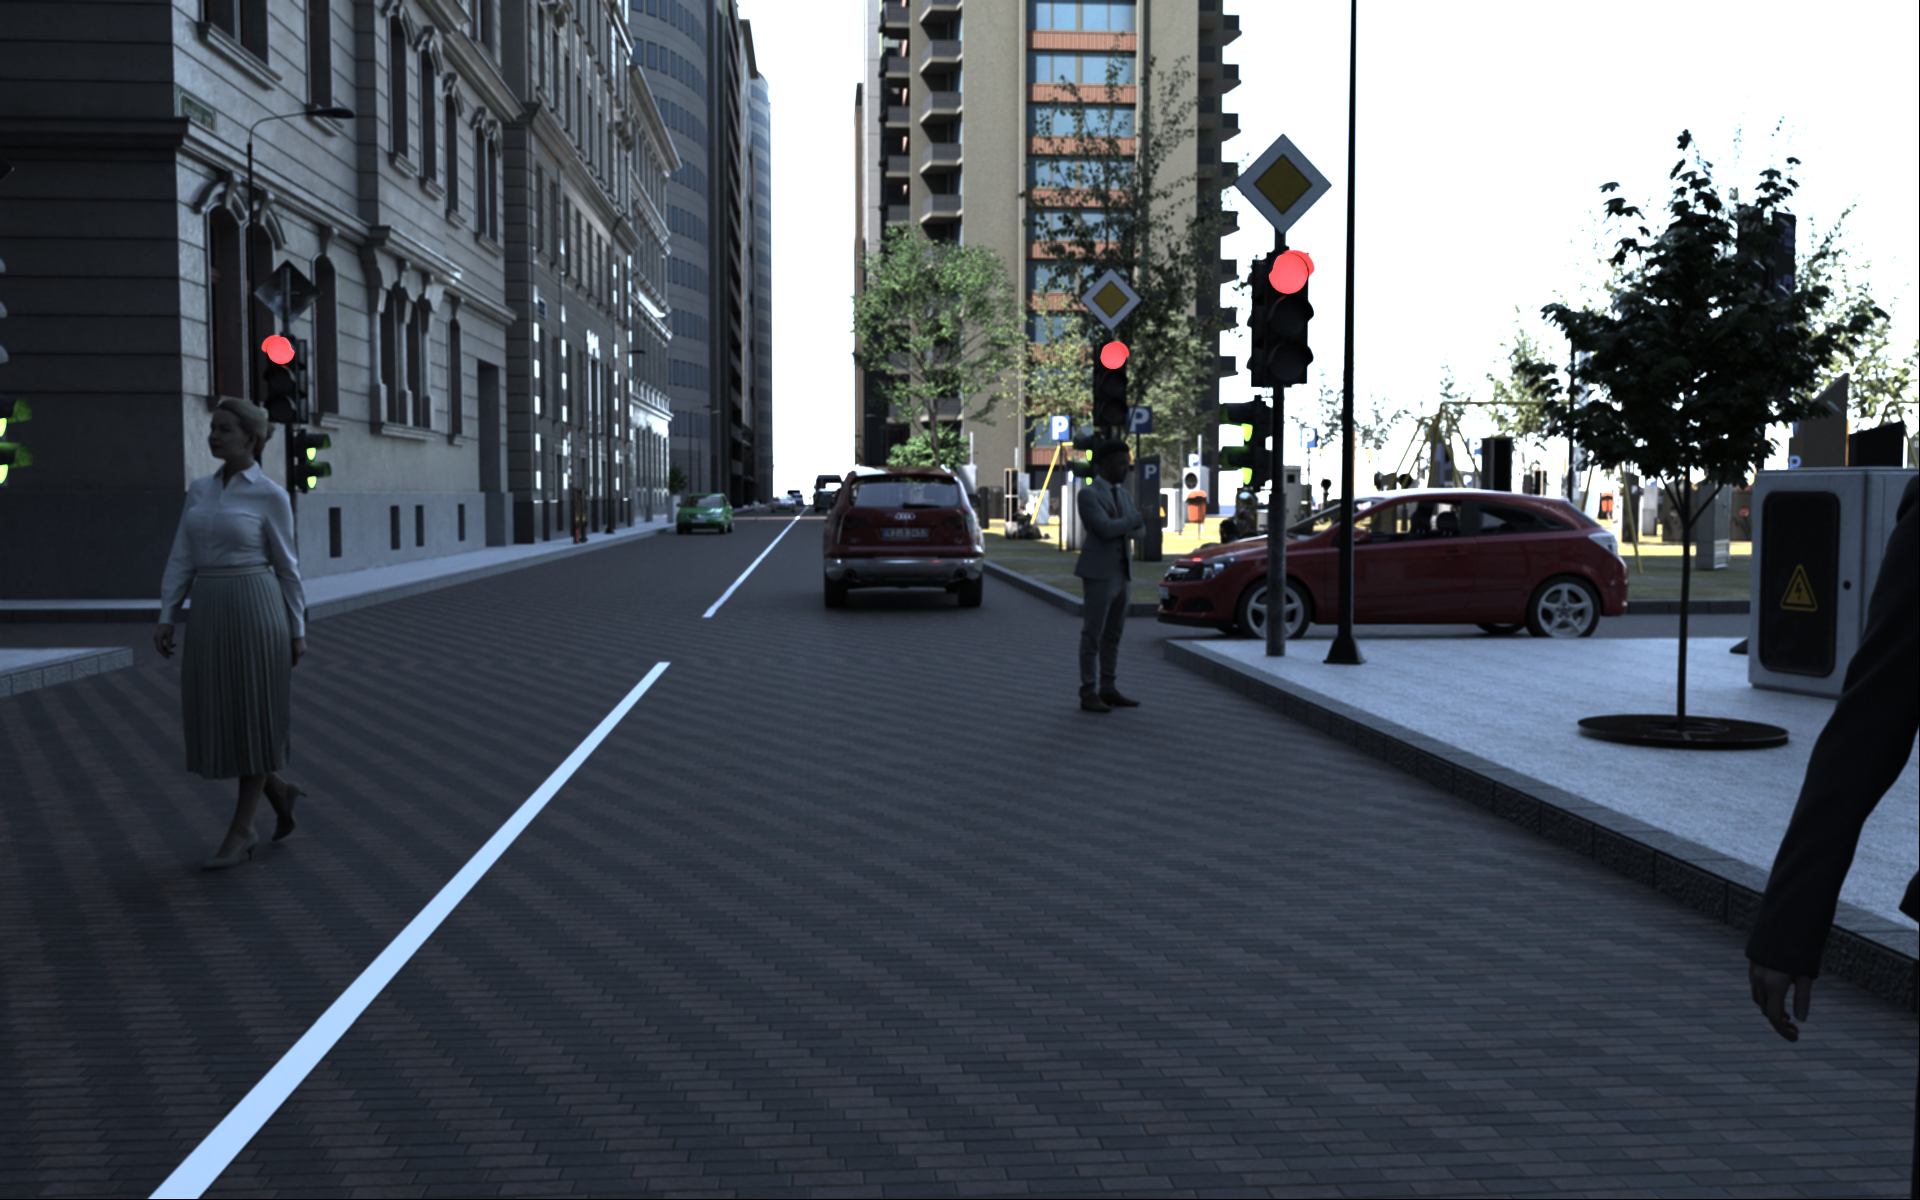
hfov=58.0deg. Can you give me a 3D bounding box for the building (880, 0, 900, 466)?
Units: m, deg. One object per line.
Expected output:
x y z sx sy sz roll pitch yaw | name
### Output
0.710 -27.678 136.132 14.154 41.232 14.086 0 4 -5 | building

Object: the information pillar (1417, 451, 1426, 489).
25.295 -6.342 95.038 0.504 3.616 0.183 0 4 5 | information pillar

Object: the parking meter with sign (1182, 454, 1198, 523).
9.982 -4.894 76.273 0.543 3.016 1.738 -1 4 -12 | parking meter with sign

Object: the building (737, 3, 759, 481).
-36.854 -36.806 191.023 28.713 52.752 27.495 0 4 -5 | building

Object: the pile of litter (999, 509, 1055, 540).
1.914 -2.154 49.184 1.176 0.858 1.719 -3 5 -39 | pile of litter

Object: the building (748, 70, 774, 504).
-36.164 -42.288 233.411 21.231 58.520 28.212 0 4 -5 | building

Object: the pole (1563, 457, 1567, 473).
33.440 -6.235 95.778 0.158 3.312 0.155 0 3 0 | pole

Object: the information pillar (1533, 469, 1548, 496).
17.257 -2.876 51.517 0.304 2.012 0.304 -3 4 -38 | information pillar

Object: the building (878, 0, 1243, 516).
5.909 -28.106 114.154 22.147 44.769 28.867 0 4 -5 | building

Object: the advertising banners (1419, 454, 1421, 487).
18.516 -4.478 69.406 0.090 3.025 2.074 1 4 21 | advertising banners

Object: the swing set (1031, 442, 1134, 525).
3.949 -3.360 52.557 2.862 2.851 3.119 -3 4 -38 | swing set

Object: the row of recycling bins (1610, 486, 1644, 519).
34.764 -4.930 87.717 3.534 1.692 1.069 2 4 32 | row of recycling bins

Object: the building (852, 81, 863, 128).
1.132 -38.475 218.307 28.713 52.752 27.495 0 4 -5 | building

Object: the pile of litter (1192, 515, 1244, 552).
5.269 -1.313 35.440 1.176 0.858 1.719 2 4 35 | pile of litter

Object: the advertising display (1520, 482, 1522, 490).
29.280 -5.187 90.027 0.123 1.923 0.974 0 4 -1 | advertising display

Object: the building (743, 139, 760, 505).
-32.063 -34.419 212.867 14.600 45.320 14.200 0 4 -5 | building

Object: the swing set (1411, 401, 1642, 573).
9.656 -1.936 29.274 3.119 2.851 2.862 0 4 -3 | swing set

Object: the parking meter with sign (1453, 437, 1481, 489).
15.675 -3.525 53.898 0.543 3.016 1.738 0 4 -6 | parking meter with sign

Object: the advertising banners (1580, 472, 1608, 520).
31.542 -5.531 86.626 2.074 3.025 0.090 -1 4 -15 | advertising banners

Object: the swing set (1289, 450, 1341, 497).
13.322 -3.919 61.703 3.119 2.851 2.862 0 4 -2 | swing set

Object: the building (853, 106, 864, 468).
-5.060 -33.434 196.763 14.600 45.320 14.200 0 4 -5 | building

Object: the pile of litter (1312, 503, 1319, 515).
20.489 -5.152 98.206 1.719 0.858 1.176 3 4 39 | pile of litter

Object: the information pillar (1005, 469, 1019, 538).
1.530 -2.851 51.099 0.304 2.012 0.304 -2 4 -31 | information pillar

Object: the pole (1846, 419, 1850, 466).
23.934 -3.242 46.846 0.158 3.312 0.155 0 3 0 | pole

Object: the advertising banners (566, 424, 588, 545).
-9.850 -2.953 44.468 0.090 3.025 2.074 0 4 1 | advertising banners

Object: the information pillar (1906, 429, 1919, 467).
34.140 -4.324 62.058 0.504 3.616 0.183 0 4 -8 | information pillar

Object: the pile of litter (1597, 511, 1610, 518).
34.324 -4.749 91.616 1.719 0.858 1.176 -3 5 -43 | pile of litter

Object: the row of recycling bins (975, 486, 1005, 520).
1.810 -4.981 88.558 1.069 1.692 3.534 -2 4 -27 | row of recycling bins

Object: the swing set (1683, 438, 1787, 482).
22.637 -3.202 49.969 2.862 2.851 3.119 0 4 -5 | swing set

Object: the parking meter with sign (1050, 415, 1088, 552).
2.783 -2.622 39.133 0.543 3.016 1.738 3 5 41 | parking meter with sign

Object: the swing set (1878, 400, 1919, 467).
17.042 -1.936 29.278 3.119 2.851 2.862 -1 4 -12 | swing set

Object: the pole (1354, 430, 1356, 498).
12.576 -3.772 55.523 0.158 3.312 0.155 0 3 0 | pole

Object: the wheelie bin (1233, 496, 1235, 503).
12.449 -4.163 75.973 0.980 1.594 0.693 1 4 19 | wheelie bin

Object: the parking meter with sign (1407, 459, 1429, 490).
22.454 -5.506 86.278 1.738 3.016 0.543 -2 4 -25 | parking meter with sign

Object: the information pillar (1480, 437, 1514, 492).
6.903 -1.090 22.314 0.304 2.012 0.304 -1 4 -9 | information pillar

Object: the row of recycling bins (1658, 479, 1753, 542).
20.531 -2.422 46.709 3.534 1.692 1.069 -1 4 -15 | row of recycling bins

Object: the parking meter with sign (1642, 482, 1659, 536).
21.179 -3.479 53.148 0.543 3.016 1.738 1 4 22 | parking meter with sign

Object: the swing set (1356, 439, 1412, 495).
9.183 -2.197 33.538 2.862 2.851 3.119 1 4 9 | swing set

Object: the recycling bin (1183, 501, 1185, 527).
8.156 -3.304 66.581 0.722 1.027 0.722 -3 5 -41 | recycling bin

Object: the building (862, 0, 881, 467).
1.652 -37.676 157.995 21.231 58.520 28.212 0 4 -5 | building

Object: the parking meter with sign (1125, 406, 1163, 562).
3.606 -2.282 33.573 0.543 3.016 1.738 0 4 -5 | parking meter with sign

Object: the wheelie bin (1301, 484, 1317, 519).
10.410 -2.752 52.903 0.980 1.594 0.693 1 4 13 | wheelie bin

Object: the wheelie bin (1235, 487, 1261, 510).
10.394 -3.315 62.102 0.693 1.594 0.980 1 4 19 | wheelie bin

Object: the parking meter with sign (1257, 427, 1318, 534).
8.486 -2.983 45.040 1.738 3.016 0.543 -2 4 -35 | parking meter with sign
